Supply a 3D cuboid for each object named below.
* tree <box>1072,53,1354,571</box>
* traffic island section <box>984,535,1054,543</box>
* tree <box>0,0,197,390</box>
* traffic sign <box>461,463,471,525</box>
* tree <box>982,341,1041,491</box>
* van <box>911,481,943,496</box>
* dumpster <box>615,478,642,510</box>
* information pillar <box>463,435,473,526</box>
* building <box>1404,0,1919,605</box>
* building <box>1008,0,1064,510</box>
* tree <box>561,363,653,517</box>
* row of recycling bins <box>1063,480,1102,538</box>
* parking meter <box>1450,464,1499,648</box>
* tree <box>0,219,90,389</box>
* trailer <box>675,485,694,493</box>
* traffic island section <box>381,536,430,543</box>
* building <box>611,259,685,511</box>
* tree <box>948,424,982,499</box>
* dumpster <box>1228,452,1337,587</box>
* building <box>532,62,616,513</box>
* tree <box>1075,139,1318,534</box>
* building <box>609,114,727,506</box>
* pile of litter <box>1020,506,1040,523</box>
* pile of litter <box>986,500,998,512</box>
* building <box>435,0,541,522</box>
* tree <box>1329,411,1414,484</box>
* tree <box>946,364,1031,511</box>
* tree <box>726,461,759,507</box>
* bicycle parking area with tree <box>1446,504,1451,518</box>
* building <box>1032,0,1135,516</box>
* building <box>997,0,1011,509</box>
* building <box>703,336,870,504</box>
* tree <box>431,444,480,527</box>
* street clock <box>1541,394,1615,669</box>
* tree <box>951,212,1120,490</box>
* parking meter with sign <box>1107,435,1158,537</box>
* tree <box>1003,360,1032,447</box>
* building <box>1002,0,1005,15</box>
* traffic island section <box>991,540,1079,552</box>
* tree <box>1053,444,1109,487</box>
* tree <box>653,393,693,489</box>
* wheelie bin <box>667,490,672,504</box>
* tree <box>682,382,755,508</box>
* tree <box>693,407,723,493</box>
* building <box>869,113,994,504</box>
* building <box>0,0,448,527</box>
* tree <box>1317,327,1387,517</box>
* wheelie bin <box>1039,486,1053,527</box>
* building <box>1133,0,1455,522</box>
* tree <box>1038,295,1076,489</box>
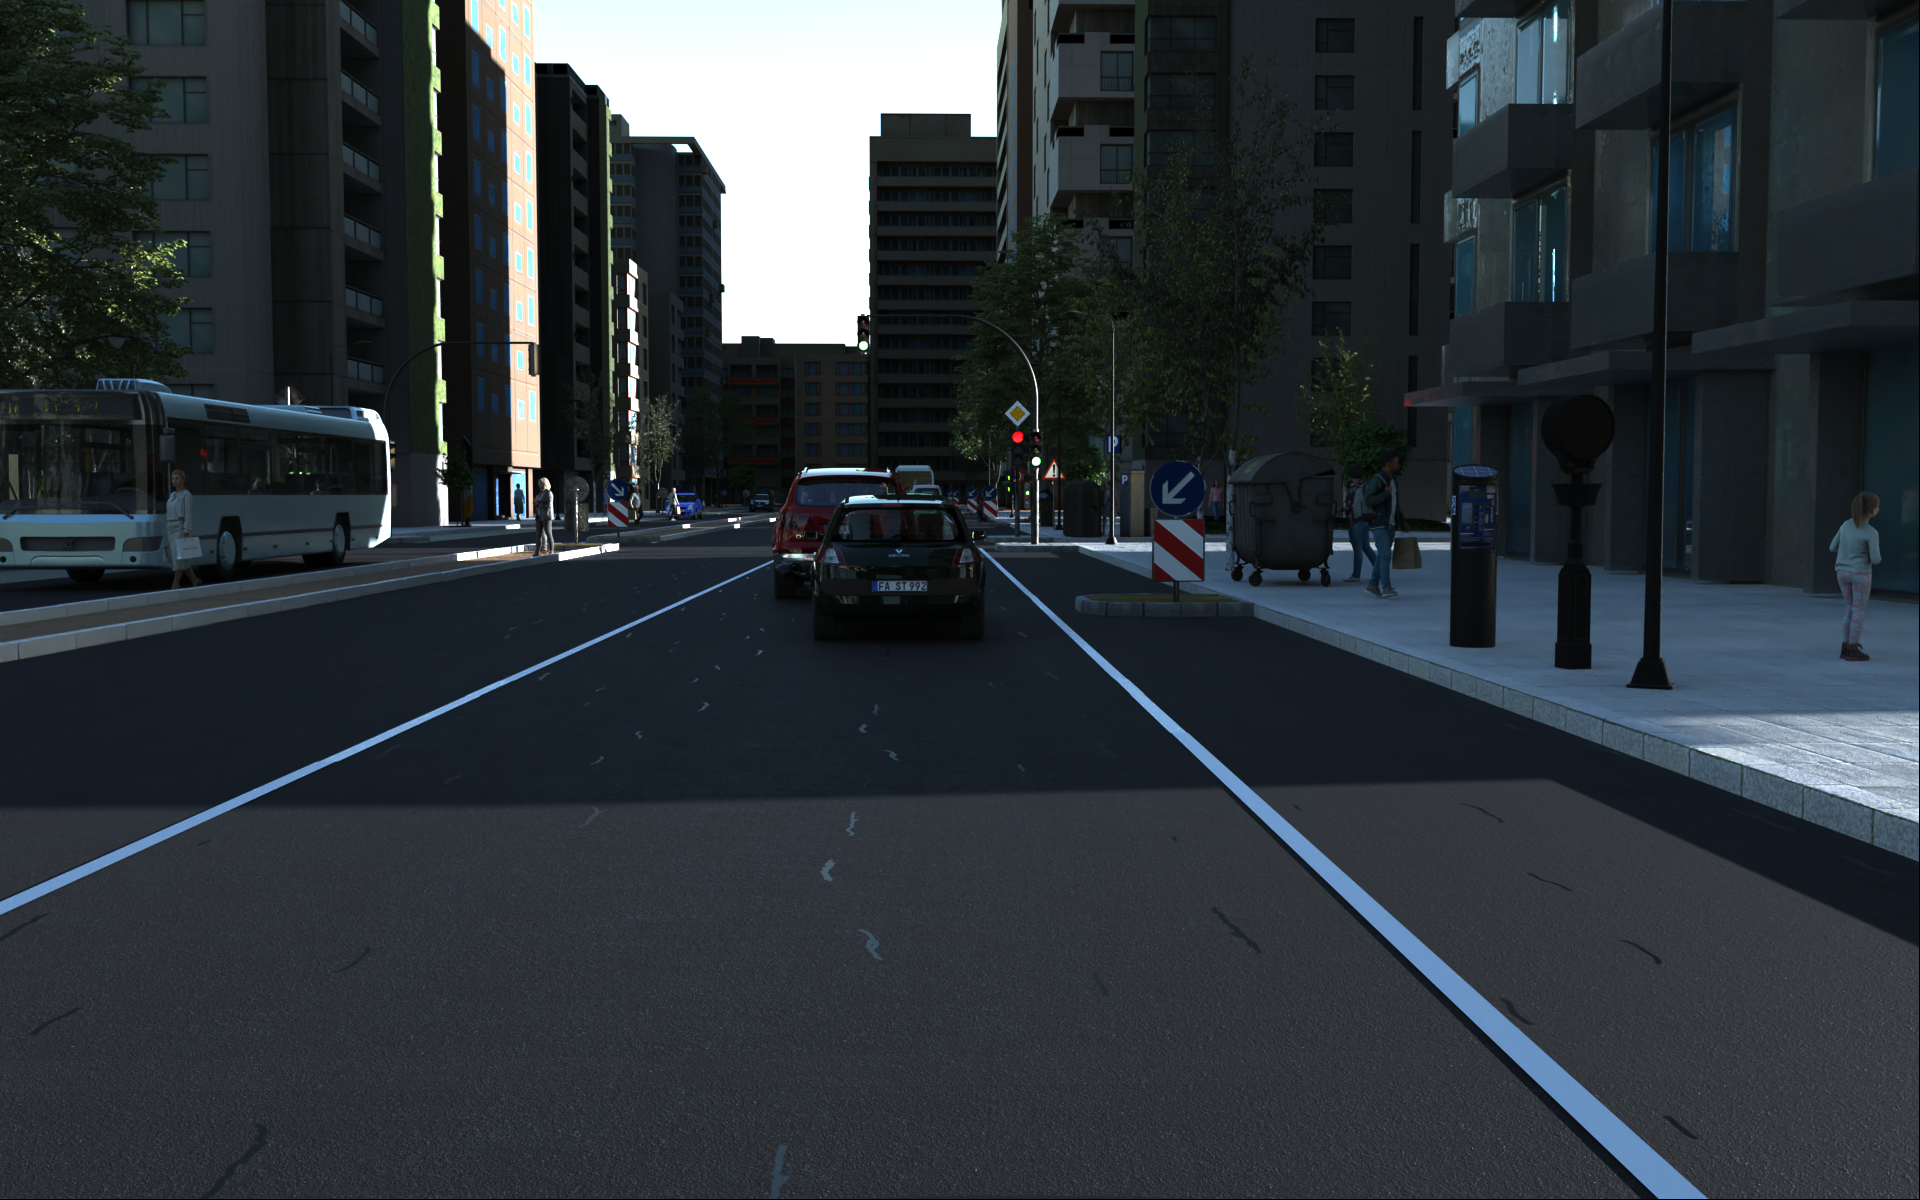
[{"bbox_3d":[4.306,-4.799,28.826,4.360,8.622,3.978,0,3,0],"label":"tree"},{"bbox_3d":[1.745,-1.827,52.147,2.009,0.180,2.903,0,4,-1],"label":"traffic island section"},{"bbox_3d":[-19.212,-7.070,33.725,7.486,12.596,7.792,0,3,0],"label":"tree"},{"bbox_3d":[-19.792,-4.200,68.782,0.768,2.556,0.104,0,4,1],"label":"traffic sign"},{"bbox_3d":[4.034,-8.067,82.253,4.360,8.622,3.978,0,3,0],"label":"tree"},{"bbox_3d":[-1.525,-4.405,79.031,2.013,2.044,4.112,0,4,-1],"label":"van"},{"bbox_3d":[-20.368,-6.322,105.858,1.502,2.255,1.985,0,4,-1],"label":"dumpster"},{"bbox_3d":[-19.637,-4.755,69.093,0.504,3.616,0.183,3,4,39],"label":"information pillar"},{"bbox_3d":[20.910,-24.806,25.188,23.786,49.044,30.456,0,4,-1],"label":"building"},{"bbox_3d":[11.210,-30.157,143.181,14.600,45.320,14.200,0,4,-1],"label":"building"},{"bbox_3d":[-20.515,-9.038,98.140,4.360,8.622,3.978,0,3,0],"label":"tree"},{"bbox_3d":[3.665,-2.790,52.724,1.069,1.692,3.534,0,4,-2],"label":"row of recycling bins"},{"bbox_3d":[4.328,-0.377,14.581,0.372,1.533,0.369,0,3,0],"label":"parking meter"},{"bbox_3d":[-23.124,-5.538,40.909,4.360,8.622,3.978,0,3,0],"label":"tree"},{"bbox_3d":[-18.345,-6.599,114.937,1.471,1.999,3.904,0,4,-2],"label":"trailer"},{"bbox_3d":[-17.092,-1.801,51.733,2.009,0.180,2.903,0,4,-1],"label":"traffic island section"},{"bbox_3d":[-38.369,-18.132,141.494,27.650,21.520,28.899,0,4,-1],"label":"building"},{"bbox_3d":[1.020,-13.815,176.232,4.360,8.622,3.978,0,3,0],"label":"tree"},{"bbox_3d":[4.596,-1.158,24.696,1.264,1.857,1.865,0,4,-1],"label":"dumpster"},{"bbox_3d":[-31.627,-21.105,116.762,14.160,30.474,14.107,0,4,-1],"label":"building"},{"bbox_3d":[5.033,-5.235,35.961,4.737,8.622,4.395,0,3,0],"label":"tree"},{"bbox_3d":[-37.489,-30.049,183.185,23.993,40.220,32.217,0,4,-1],"label":"building"},{"bbox_3d":[3.195,-3.950,78.555,1.176,0.858,1.719,0,4,-5],"label":"pile of litter"},{"bbox_3d":[2.174,-6.690,123.344,1.176,0.858,1.719,0,4,-1],"label":"pile of litter"},{"bbox_3d":[-29.487,-26.627,85.467,14.600,45.320,14.200,0,4,-1],"label":"building"},{"bbox_3d":[16.245,-5.192,68.596,4.285,4.588,4.351,0,3,0],"label":"tree"},{"bbox_3d":[2.801,-12.629,132.244,9.928,11.665,9.643,0,3,0],"label":"tree"},{"bbox_3d":[-21.815,-11.632,173.890,4.285,4.588,4.351,0,3,0],"label":"tree"},{"bbox_3d":[28.521,-6.318,90.294,9.016,4.147,8.231,0,4,5],"label":"bicycle parking area with tree"},{"bbox_3d":[18.956,-32.039,113.069,28.713,52.752,27.495,0,4,-1],"label":"building"},{"bbox_3d":[14.500,-32.864,161.027,21.300,48.544,21.600,0,4,-1],"label":"building"},{"bbox_3d":[-26.133,-23.362,227.008,28.899,21.520,27.650,0,4,-1],"label":"building"},{"bbox_3d":[-19.476,-4.456,67.453,1.663,3.219,1.824,0,3,0],"label":"tree"},{"bbox_3d":[4.520,-0.498,12.712,0.471,2.002,0.358,-1,4,-12],"label":"street clock"},{"bbox_3d":[3.175,-9.313,70.392,7.486,12.596,7.792,0,3,0],"label":"tree"},{"bbox_3d":[5.179,-3.393,51.733,1.738,3.016,0.543,-3,5,-40],"label":"parking meter with sign"},{"bbox_3d":[4.077,-8.554,90.218,4.737,8.622,4.395,0,3,0],"label":"tree"},{"bbox_3d":[14.902,-39.366,185.627,21.231,58.520,28.212,0,4,-1],"label":"building"},{"bbox_3d":[1.923,-1.338,44.164,2.009,0.180,2.903,0,4,-1],"label":"traffic island section"},{"bbox_3d":[6.800,-6.901,96.540,4.285,4.588,4.351,0,3,0],"label":"tree"},{"bbox_3d":[-21.941,-10.684,125.039,4.360,8.622,3.978,0,3,0],"label":"tree"},{"bbox_3d":[-21.024,-7.269,126.759,0.693,1.594,0.980,-3,5,-41],"label":"wheelie bin"},{"bbox_3d":[-22.633,-14.405,161.280,9.928,11.665,9.643,0,3,0],"label":"tree"},{"bbox_3d":[-21.814,-11.821,143.632,4.360,8.622,3.978,0,3,0],"label":"tree"},{"bbox_3d":[-0.828,-36.714,223.973,21.600,48.544,21.300,0,4,-1],"label":"building"},{"bbox_3d":[-28.060,-23.237,63.517,14.154,41.232,14.086,0,4,-1],"label":"building"},{"bbox_3d":[16.633,-7.636,75.207,4.737,8.622,4.395,0,3,0],"label":"tree"},{"bbox_3d":[3.409,-3.686,68.177,0.693,1.594,0.980,0,4,1],"label":"wheelie bin"},{"bbox_3d":[15.265,-19.157,84.913,14.160,30.474,14.107,0,4,-1],"label":"building"},{"bbox_3d":[5.117,-6.460,55.979,4.737,8.622,4.395,0,3,0],"label":"tree"}]
